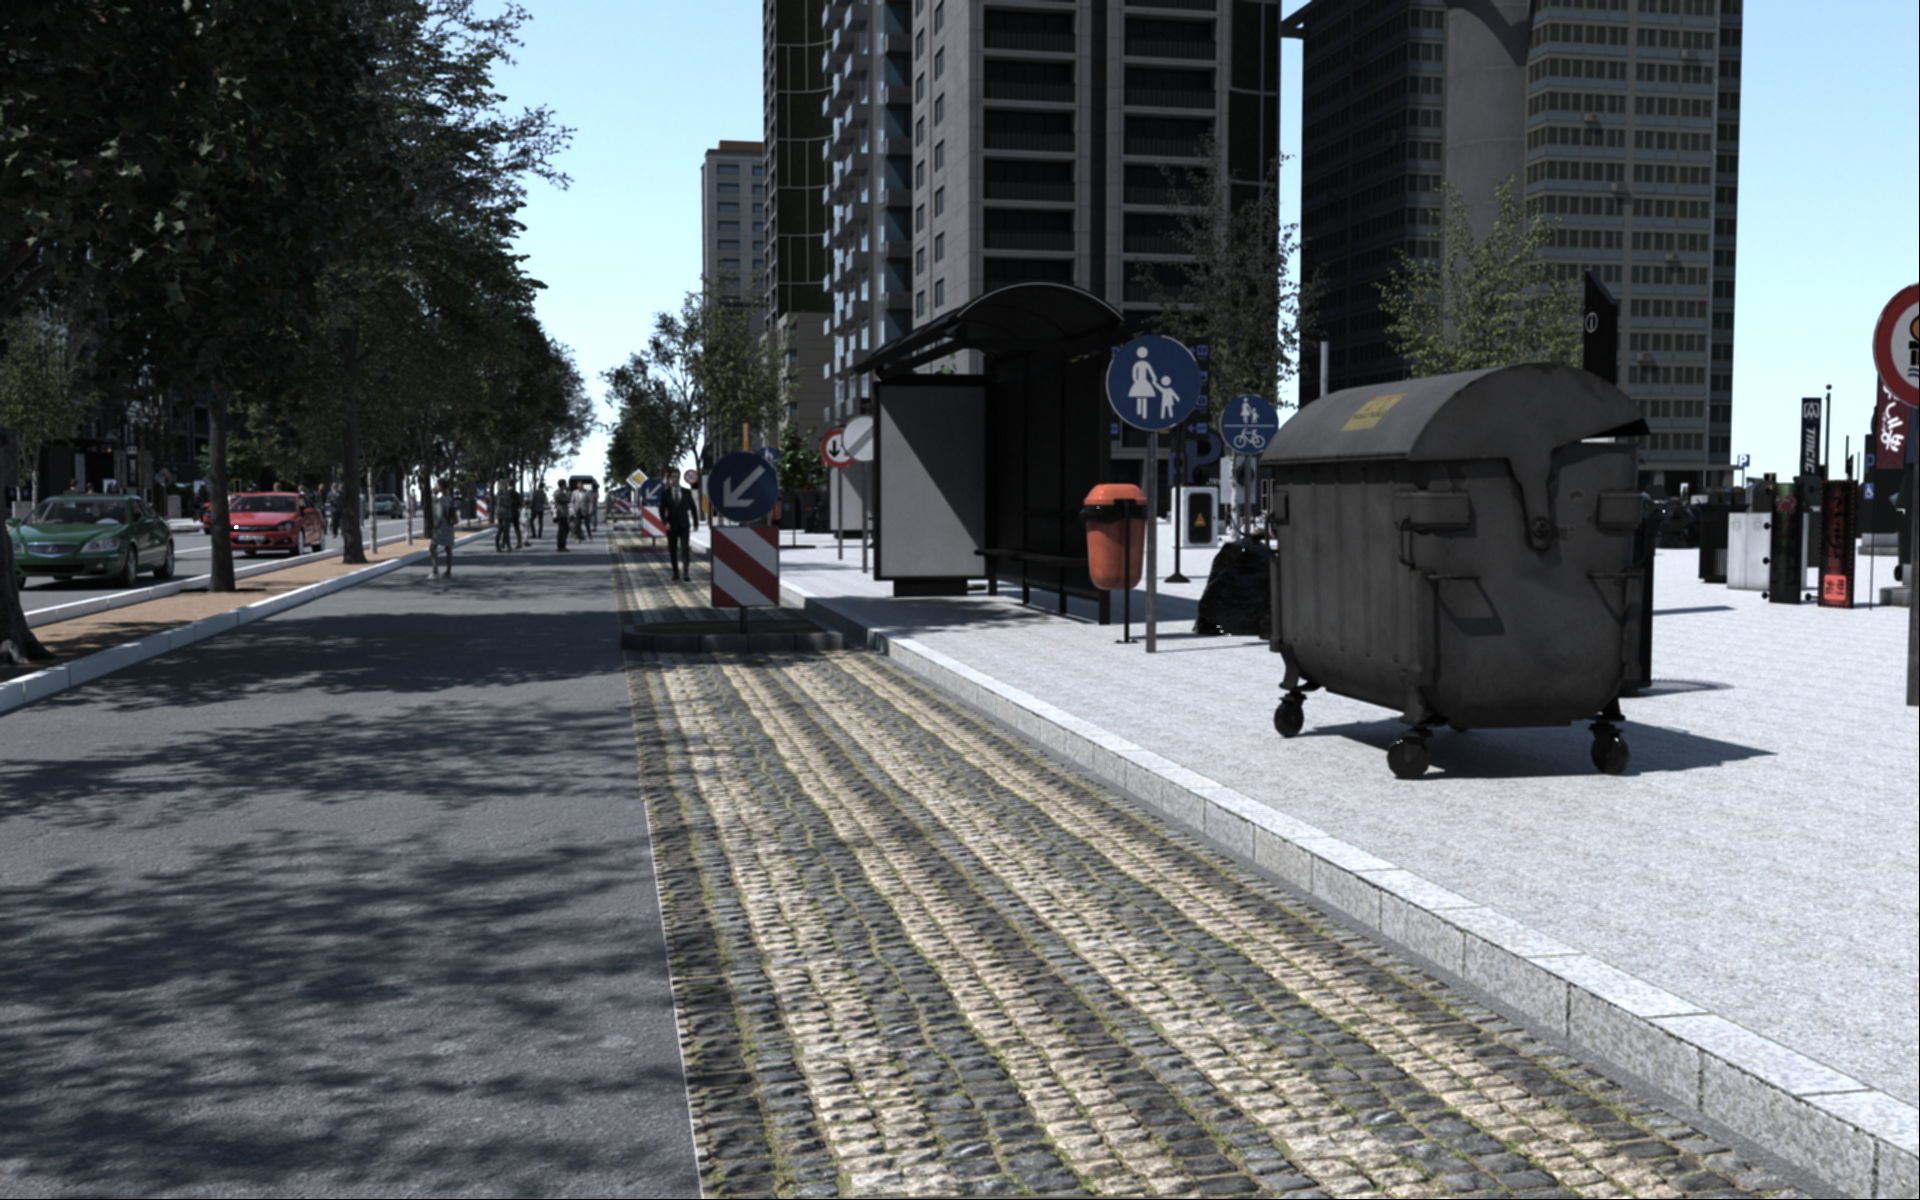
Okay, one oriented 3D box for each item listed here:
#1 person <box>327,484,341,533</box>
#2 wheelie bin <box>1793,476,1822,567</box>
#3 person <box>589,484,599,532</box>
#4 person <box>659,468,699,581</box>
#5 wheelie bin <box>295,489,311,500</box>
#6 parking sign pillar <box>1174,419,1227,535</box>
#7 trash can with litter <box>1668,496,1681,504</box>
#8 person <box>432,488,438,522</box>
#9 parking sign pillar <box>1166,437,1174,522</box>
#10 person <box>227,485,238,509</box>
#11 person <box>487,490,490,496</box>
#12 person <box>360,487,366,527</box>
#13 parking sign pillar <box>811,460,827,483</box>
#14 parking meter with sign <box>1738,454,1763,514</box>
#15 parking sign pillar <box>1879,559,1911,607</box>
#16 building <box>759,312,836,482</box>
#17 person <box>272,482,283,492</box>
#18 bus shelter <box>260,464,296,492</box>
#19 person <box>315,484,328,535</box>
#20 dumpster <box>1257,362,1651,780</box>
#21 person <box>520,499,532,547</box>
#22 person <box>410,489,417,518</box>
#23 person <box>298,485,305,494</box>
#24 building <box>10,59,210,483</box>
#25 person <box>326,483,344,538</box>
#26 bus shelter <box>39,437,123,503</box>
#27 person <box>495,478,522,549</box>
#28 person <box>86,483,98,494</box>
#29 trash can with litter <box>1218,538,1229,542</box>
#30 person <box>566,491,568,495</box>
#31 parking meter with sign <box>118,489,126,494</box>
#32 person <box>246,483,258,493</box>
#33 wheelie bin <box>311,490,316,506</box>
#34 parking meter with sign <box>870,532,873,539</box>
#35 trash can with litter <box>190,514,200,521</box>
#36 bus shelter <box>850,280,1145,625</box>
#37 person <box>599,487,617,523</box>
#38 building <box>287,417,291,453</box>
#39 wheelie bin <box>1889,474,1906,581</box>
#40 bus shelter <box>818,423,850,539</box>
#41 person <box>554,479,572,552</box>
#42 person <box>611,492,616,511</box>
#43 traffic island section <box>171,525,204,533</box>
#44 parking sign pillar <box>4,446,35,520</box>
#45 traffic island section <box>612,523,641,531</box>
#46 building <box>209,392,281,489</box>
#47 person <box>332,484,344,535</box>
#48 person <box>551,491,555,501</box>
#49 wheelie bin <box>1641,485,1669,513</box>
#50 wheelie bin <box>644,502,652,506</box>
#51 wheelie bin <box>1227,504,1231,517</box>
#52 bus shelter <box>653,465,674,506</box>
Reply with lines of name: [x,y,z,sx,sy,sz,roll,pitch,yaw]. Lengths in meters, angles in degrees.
person: [-23.138,-3.403,64.313,0.728,1.800,0.709,0,4,-7]
wheelie bin: [14.868,-1.381,30.494,0.980,1.594,0.693,-2,4,-23]
person: [-14.030,-3.534,66.296,0.388,1.821,0.555,-3,5,-40]
person: [-4.608,-1.232,28.420,0.659,1.850,0.755,-1,4,-11]
wheelie bin: [-46.117,-6.913,120.933,0.693,1.594,0.980,3,5,40]
parking sign pillar: [7.659,-4.030,54.362,1.447,3.967,1.447,0,4,-4]
trash can with litter: [26.982,-3.377,66.266,1.678,1.210,2.233,-3,5,-40]
person: [-26.914,-4.873,88.740,0.524,1.755,0.480,2,4,34]
parking sign pillar: [10.338,-5.647,80.804,1.447,3.967,1.447,3,4,37]
person: [-24.371,-2.982,58.090,0.563,1.720,0.643,2,4,35]
person: [-39.734,-8.425,146.648,0.661,1.777,0.834,-3,5,-44]
person: [-25.982,-4.040,75.119,0.480,1.755,0.524,-3,5,-43]
parking sign pillar: [-9.112,-7.678,114.004,1.447,3.967,1.447,-1,4,-10]
parking meter with sign: [35.164,-4.911,76.557,1.738,3.016,0.543,-2,4,-28]
parking sign pillar: [11.387,-1.916,19.803,1.447,3.967,1.447,0,4,0]
building: [-5.807,-20.583,181.571,27.650,21.520,28.899,-1,4,-12]
person: [-20.070,-2.565,50.840,0.834,1.777,0.661,2,4,32]
bus shelter: [-47.962,-8.018,122.379,1.731,3.624,6.357,-1,4,-12]
person: [-22.748,-3.230,61.529,0.699,1.804,1.509,-1,4,-10]
dumpster: [2.376,-0.168,8.510,1.264,1.857,1.865,-1,4,-12]
person: [-11.822,-2.111,47.287,0.425,1.301,0.394,2,4,26]
person: [-32.800,-5.811,104.082,0.524,1.755,0.480,2,4,33]
person: [-27.564,-3.909,72.635,0.641,1.798,0.478,-2,4,-32]
building: [-74.692,-43.456,148.759,20.563,71.187,20.611,-1,4,-12]
person: [-20.364,-2.931,56.600,0.661,1.801,0.590,-2,4,-24]
bus shelter: [-37.373,-5.045,73.773,1.731,3.624,6.357,-1,4,-12]
person: [-11.805,-2.267,45.346,0.755,1.850,0.659,2,4,24]
person: [-26.896,-2.745,53.722,0.374,1.781,0.599,3,4,36]
trash can with litter: [6.756,-2.240,47.682,1.678,1.210,2.233,1,4,10]
person: [-33.265,-8.466,146.935,0.388,1.821,0.555,-1,4,-23]
parking meter with sign: [-55.093,-7.105,112.422,1.738,3.016,0.543,-3,5,-40]
person: [-30.560,-4.094,74.793,0.474,1.900,0.648,3,5,40]
wheelie bin: [-53.612,-8.288,143.411,0.693,1.594,0.980,3,4,36]
parking meter with sign: [-1.916,-3.312,50.407,1.738,3.016,0.543,-3,5,-39]
trash can with litter: [-36.757,-4.440,83.989,1.055,1.170,0.624,-2,4,-31]
bus shelter: [0.216,-1.542,19.128,2.014,3.302,5.546,-1,4,-12]
person: [-17.193,-4.642,84.678,0.850,1.792,0.678,0,3,0]
building: [-78.049,-30.495,182.179,14.154,41.232,14.086,-1,4,-12]
wheelie bin: [14.155,-1.072,25.428,0.693,1.594,0.980,-3,5,-41]
bus shelter: [-2.479,-3.233,46.781,2.014,3.302,5.546,-1,4,-12]
person: [-9.802,-2.087,42.805,0.473,1.802,0.592,0,4,-4]
person: [-28.797,-8.147,143.513,0.589,1.601,0.330,0,4,-7]
traffic island section: [-29.435,-2.560,64.143,2.009,0.180,2.903,-1,4,-12]
parking sign pillar: [-50.609,-6.421,93.461,1.447,3.967,1.447,-1,4,-14]
traffic island section: [-14.127,-3.253,75.462,2.009,0.180,2.903,-1,4,-12]
building: [-74.074,-31.655,167.673,14.600,45.320,14.200,-1,4,-12]
person: [-21.609,-3.153,60.448,0.834,1.777,0.661,3,5,44]
person: [-49.767,-12.491,212.708,1.348,1.826,0.705,-3,4,-36]
wheelie bin: [23.414,-3.096,58.524,0.980,1.594,0.693,-1,4,-15]
wheelie bin: [-24.248,-7.768,134.916,0.693,1.594,0.980,-2,4,-35]
wheelie bin: [12.998,-4.582,82.821,0.980,1.594,0.693,1,4,14]
bus shelter: [-24.282,-9.197,141.652,1.731,3.624,6.357,-1,4,-12]
